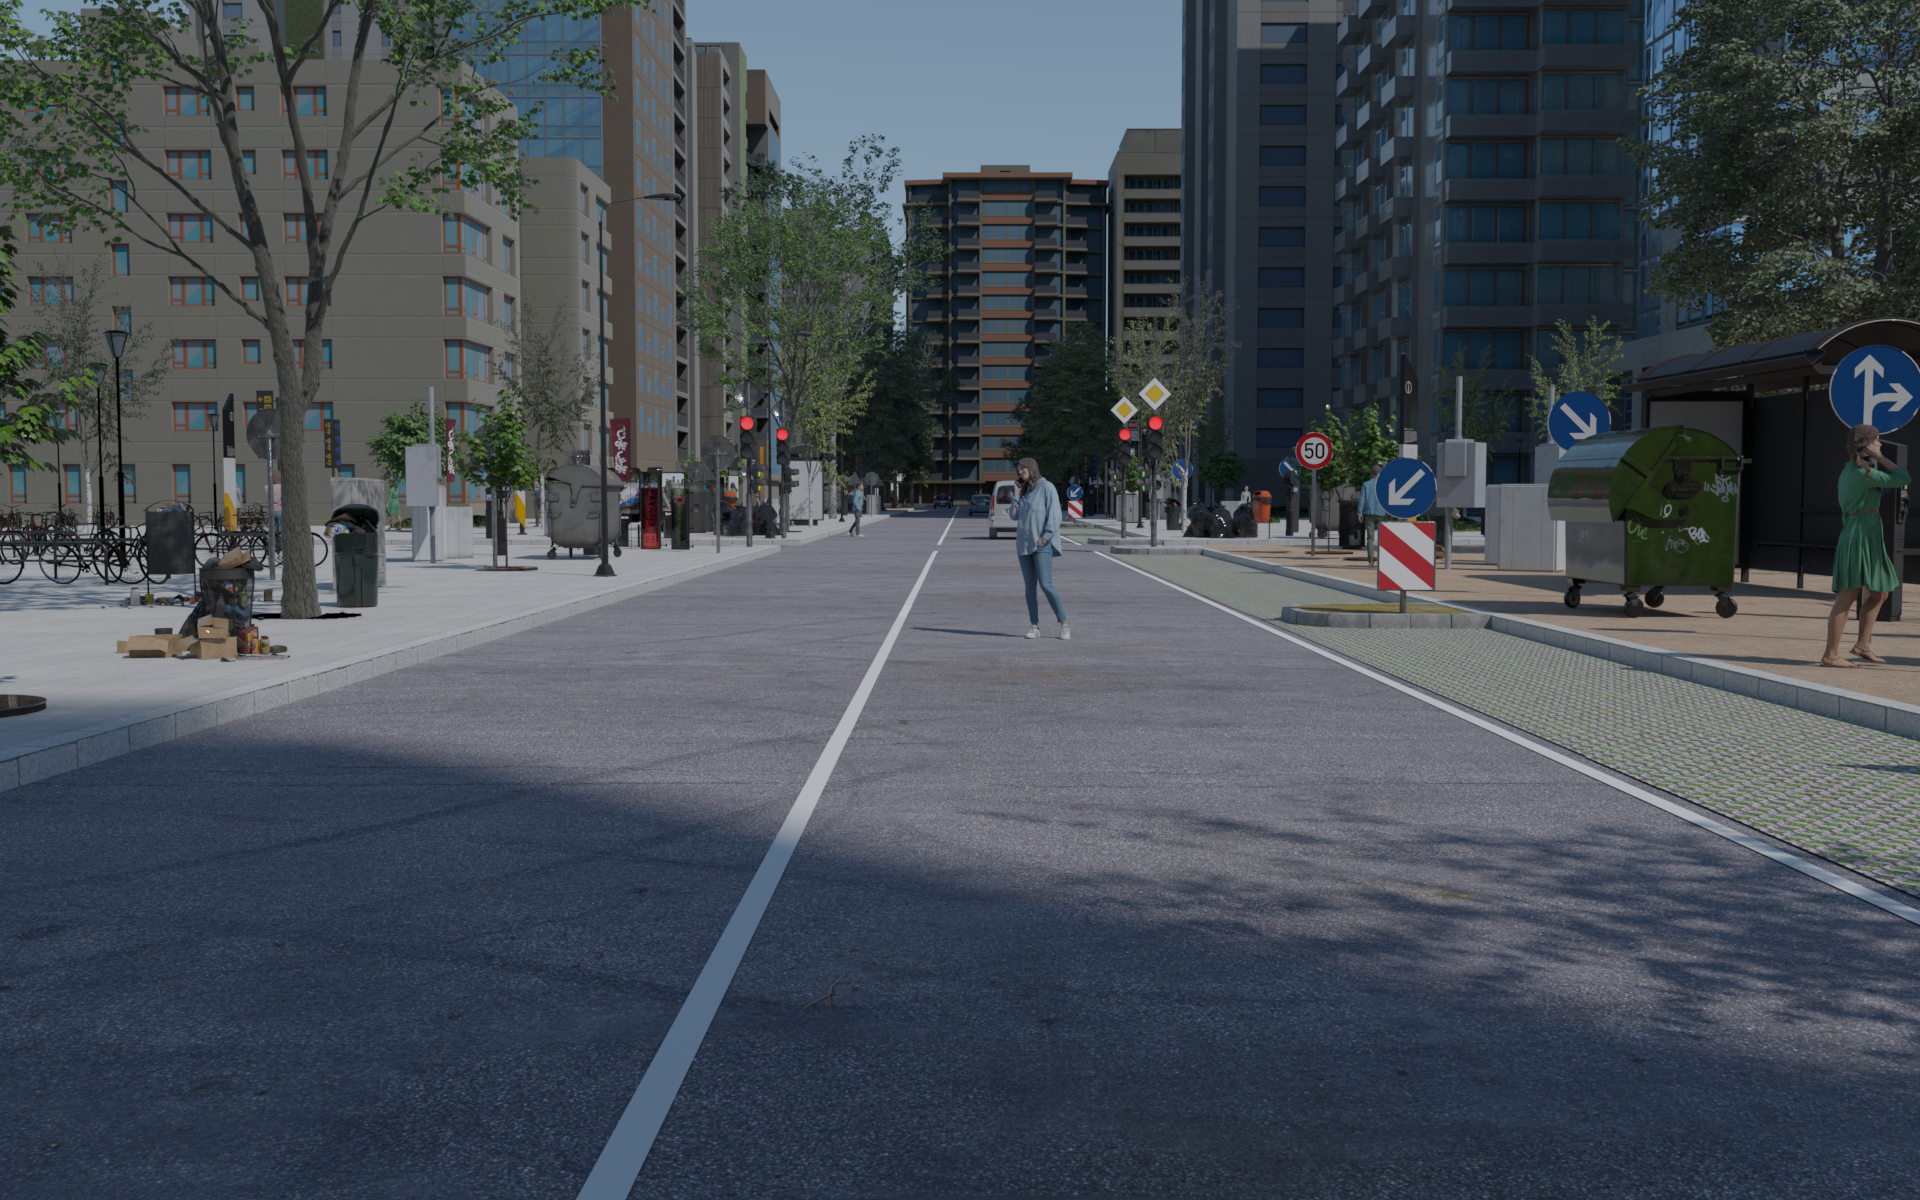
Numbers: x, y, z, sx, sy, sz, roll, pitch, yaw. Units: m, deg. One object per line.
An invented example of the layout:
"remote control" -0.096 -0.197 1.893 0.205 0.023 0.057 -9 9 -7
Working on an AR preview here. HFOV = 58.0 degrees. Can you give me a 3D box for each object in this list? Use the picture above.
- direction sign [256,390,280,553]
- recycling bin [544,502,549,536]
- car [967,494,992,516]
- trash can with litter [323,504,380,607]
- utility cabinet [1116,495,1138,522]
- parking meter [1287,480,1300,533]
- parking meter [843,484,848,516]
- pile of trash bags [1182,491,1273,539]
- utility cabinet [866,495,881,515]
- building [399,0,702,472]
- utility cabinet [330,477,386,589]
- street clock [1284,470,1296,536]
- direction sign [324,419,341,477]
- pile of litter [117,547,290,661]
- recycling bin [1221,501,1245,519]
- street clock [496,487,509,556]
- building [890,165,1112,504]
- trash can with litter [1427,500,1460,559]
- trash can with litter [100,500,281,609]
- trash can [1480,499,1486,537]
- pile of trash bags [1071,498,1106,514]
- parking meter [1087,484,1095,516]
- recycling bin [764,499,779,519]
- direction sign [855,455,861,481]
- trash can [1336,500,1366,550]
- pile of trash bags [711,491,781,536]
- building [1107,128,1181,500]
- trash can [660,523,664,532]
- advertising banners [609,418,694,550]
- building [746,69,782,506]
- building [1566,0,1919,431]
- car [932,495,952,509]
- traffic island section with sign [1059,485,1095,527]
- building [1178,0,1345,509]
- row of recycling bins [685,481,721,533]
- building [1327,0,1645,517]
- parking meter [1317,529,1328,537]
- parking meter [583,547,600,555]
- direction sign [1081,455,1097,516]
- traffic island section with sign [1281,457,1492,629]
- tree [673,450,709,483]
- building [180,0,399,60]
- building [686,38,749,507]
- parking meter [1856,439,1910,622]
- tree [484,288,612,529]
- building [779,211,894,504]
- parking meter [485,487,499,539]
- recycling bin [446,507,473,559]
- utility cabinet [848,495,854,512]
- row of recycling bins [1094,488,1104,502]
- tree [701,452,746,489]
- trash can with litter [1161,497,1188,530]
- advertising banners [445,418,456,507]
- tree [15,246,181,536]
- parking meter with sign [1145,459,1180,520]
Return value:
"direction sign" -14.929 -2.813 37.990 0.876 3.537 0.379 -1 4 -10
"recycling bin" -12.180 -2.453 52.658 0.722 1.027 0.722 -3 4 -37
"car" 1.446 -6.283 114.730 2.014 1.417 4.499 0 4 0
"trash can with litter" -6.989 -0.519 19.870 0.624 1.170 1.055 -1 4 -22
"utility cabinet" 7.755 -4.212 80.033 1.020 1.237 0.306 1 4 21
"parking meter" 11.107 -3.183 57.752 0.399 1.863 0.255 -2 4 -34
"parking meter" -6.899 -5.993 103.695 0.255 1.863 0.399 -2 4 -26
"pile of trash bags" 8.017 -2.495 50.546 1.912 1.369 3.447 -2 4 -25
"utility cabinet" -5.329 -5.863 107.029 0.306 1.237 1.020 3 5 40
"building" -29.912 -42.555 134.028 20.563 71.187 20.611 0 4 0
"utility cabinet" -8.129 -0.904 23.465 0.318 1.500 1.173 0 4 2
"street clock" 10.075 -2.956 52.903 0.358 2.002 0.471 2 4 35
"direction sign" -18.983 -3.698 52.460 0.379 3.537 0.876 1 4 10
"pile of litter" -6.050 0.009 13.826 1.176 0.858 1.719 -3 4 -39
"recycling bin" 9.737 -3.013 61.813 0.722 1.027 0.722 1 4 23
"street clock" -9.559 -1.926 36.066 0.358 2.002 0.471 -2 4 -33
"building" 5.301 -35.387 233.204 28.867 44.769 22.147 0 4 0
"trash can with litter" 9.578 -1.411 34.455 0.624 1.170 1.055 1 4 22
"trash can with litter" -8.841 -0.568 20.342 2.233 1.210 1.678 -2 4 -24
"trash can" 15.907 -2.458 51.847 0.748 1.137 0.748 0 3 0
"pile of trash bags" 8.466 -6.190 110.954 3.447 1.369 1.912 3 5 43
"parking meter" 7.661 -5.856 101.449 0.399 1.863 0.255 -1 4 -9
"recycling bin" -9.795 -4.738 90.026 0.722 1.027 0.722 0 4 -3
"direction sign" -5.923 -6.668 101.021 0.379 3.537 0.876 -2 4 -24
"trash can" 9.091 -1.743 40.144 0.748 1.137 0.748 0 3 0
"pile of trash bags" -6.878 -2.728 54.350 1.912 1.369 3.447 -1 4 -22
"building" 30.629 -37.244 232.644 21.600 48.544 21.300 0 4 0
"trash can" -10.026 -2.878 58.715 0.748 1.137 0.748 0 3 0
"advertising banners" -7.127 -2.677 39.950 2.074 3.025 0.090 1 4 16
"building" -26.378 -32.422 180.212 14.200 45.320 14.600 0 4 0
"building" 43.722 -46.472 72.493 31.000 86.520 22.319 0 4 0
"car" -1.751 -9.671 170.701 1.945 1.354 3.894 0 4 -1
"traffic island section with sign" 4.824 -4.059 74.997 1.989 1.847 2.006 0 4 0
"building" 32.412 -38.485 171.234 21.231 58.520 28.212 0 4 0
"row of recycling bins" -8.743 -3.118 58.089 1.069 1.692 3.534 0 4 3
"building" 36.413 -29.922 108.829 23.786 49.044 30.456 0 4 0
"parking meter" 10.807 -2.806 51.583 0.255 1.863 0.399 0 3 0
"parking meter" -7.693 -1.871 36.296 0.399 1.863 0.255 2 4 31
"direction sign" 7.445 -6.600 99.899 0.876 3.537 0.379 0 4 -2
"traffic island section with sign" 4.653 -0.650 19.259 1.989 1.847 2.006 0 4 0
"tree" -11.731 -5.005 76.434 1.663 3.219 1.824 0 3 0
"building" -61.863 -38.746 175.493 28.212 58.520 21.231 0 4 0
"building" -26.474 -28.664 152.248 14.154 41.232 14.086 0 4 0
"parking meter" 9.311 -0.719 17.468 0.255 1.863 0.399 -3 5 -41
"tree" -14.977 -6.885 62.932 4.360 8.622 3.978 0 3 0
"building" -21.113 -33.439 238.607 23.993 40.220 32.217 0 4 0
"parking meter" -13.410 -2.522 49.644 0.372 1.533 0.369 0 3 0
"recycling bin" -10.221 -1.347 34.581 0.722 1.027 0.722 3 5 40
"utility cabinet" -8.035 -6.926 124.396 0.306 1.237 1.020 2 4 31
"row of recycling bins" 10.344 -6.541 114.058 3.534 1.692 1.069 0 4 -8
"tree" -15.267 -7.838 111.863 4.285 4.588 4.351 0 3 0
"trash can with litter" 7.634 -3.053 61.302 0.624 1.170 1.055 3 5 43
"advertising banners" -11.945 -2.651 39.536 0.090 3.025 2.074 1 4 10
"tree" -26.136 -6.230 52.227 4.360 8.622 3.978 0 3 0
"parking meter with sign" 10.141 -5.515 86.430 1.738 3.016 0.543 0 4 -4
